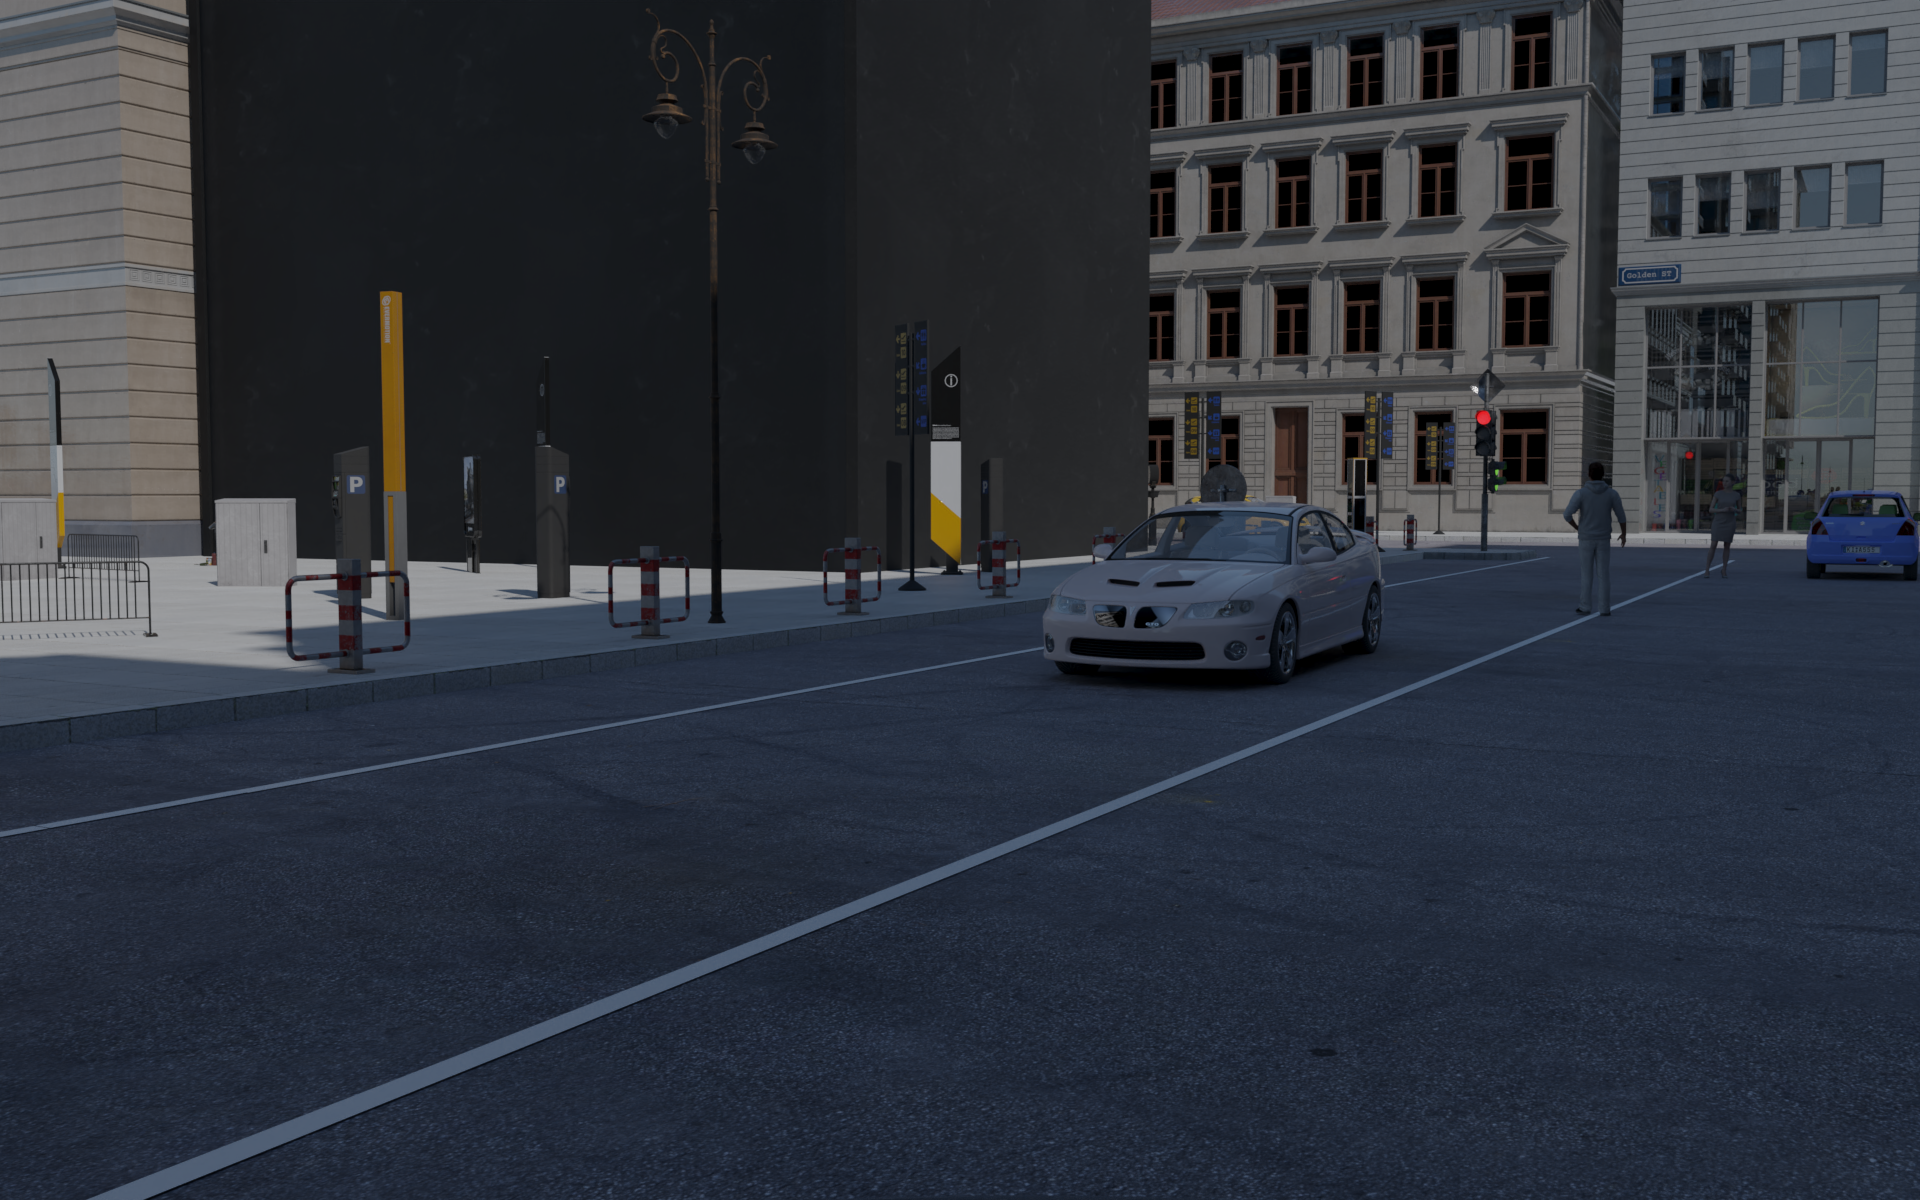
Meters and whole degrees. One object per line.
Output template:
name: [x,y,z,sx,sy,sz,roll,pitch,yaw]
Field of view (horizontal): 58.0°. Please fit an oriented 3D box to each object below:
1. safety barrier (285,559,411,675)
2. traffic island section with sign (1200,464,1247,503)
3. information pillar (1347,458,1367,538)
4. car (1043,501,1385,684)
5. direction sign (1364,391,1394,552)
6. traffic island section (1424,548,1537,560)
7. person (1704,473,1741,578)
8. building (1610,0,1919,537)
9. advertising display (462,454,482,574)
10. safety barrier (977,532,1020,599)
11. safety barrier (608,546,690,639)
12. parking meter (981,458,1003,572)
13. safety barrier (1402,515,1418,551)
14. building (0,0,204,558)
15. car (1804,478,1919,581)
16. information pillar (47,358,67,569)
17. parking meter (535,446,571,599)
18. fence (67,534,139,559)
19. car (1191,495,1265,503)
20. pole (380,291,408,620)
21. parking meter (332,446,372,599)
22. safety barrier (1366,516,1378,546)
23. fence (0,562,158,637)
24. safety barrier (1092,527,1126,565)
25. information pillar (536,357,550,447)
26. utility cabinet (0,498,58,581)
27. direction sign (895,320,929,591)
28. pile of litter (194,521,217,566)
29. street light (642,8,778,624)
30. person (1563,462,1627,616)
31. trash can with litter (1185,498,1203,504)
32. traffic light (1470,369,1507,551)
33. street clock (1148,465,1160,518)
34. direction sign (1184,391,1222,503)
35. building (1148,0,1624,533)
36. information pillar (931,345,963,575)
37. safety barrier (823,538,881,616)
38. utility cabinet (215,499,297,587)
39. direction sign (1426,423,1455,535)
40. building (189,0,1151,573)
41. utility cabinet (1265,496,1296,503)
safety barrier: [-4.373,0.114,12.419,0.300,0.817,1.120,2,4,28]
traffic island section with sign: [3.273,-0.855,22.611,1.989,1.847,2.006,2,4,28]
information pillar: [8.115,-1.892,35.433,0.304,2.012,0.304,-1,4,-11]
car: [2.311,-0.147,14.764,2.083,1.381,4.827,2,4,27]
direction sign: [9.242,-2.832,38.293,0.876,3.537,0.379,-2,4,-33]
traffic island section: [11.758,-1.019,38.945,2.009,0.180,2.903,2,4,28]
person: [12.993,-1.262,29.482,0.599,1.781,0.374,1,4,13]
building: [36.719,-16.863,53.210,29.804,29.767,11.434,2,4,28]
advertising display: [-7.971,-1.413,28.311,0.123,1.923,0.974,-2,4,-26]
safety barrier: [0.484,-0.433,21.355,0.300,0.817,1.120,2,4,28]
safety barrier: [-2.754,-0.068,15.394,0.300,0.817,1.120,2,4,28]
parking meter: [0.522,-1.394,28.507,0.255,1.863,0.399,-2,4,-24]
safety barrier: [10.204,-1.527,39.243,0.300,0.817,1.120,2,4,28]
building: [-21.969,-15.785,43.985,20.117,28.700,13.634,2,4,28]
car: [15.735,-1.257,30.137,1.945,1.707,3.694,2,4,28]
information pillar: [-15.498,-2.345,29.702,0.183,3.616,0.504,-3,5,-40]
parking meter: [-5.028,-0.960,21.414,0.255,1.863,0.399,2,4,27]
fence: [-12.725,-0.632,25.710,2.069,0.683,0.278,2,4,35]
car: [8.574,-2.568,52.206,3.980,1.641,2.015,2,4,27]
pole: [-5.742,-1.452,17.576,0.158,3.312,0.155,0,3,0]
parking meter: [-7.446,-0.947,21.198,0.399,1.863,0.255,-3,5,-40]
safety barrier: [8.582,-1.345,36.258,0.300,0.817,1.120,2,4,28]
fence: [-8.165,0.015,15.132,2.069,0.683,0.278,-2,4,-31]
safety barrier: [2.102,-0.616,24.339,0.300,0.817,1.120,2,4,28]
information pillar: [-7.179,-2.357,29.892,0.183,3.616,0.504,-2,4,-31]
utility cabinet: [-14.062,-0.908,26.011,0.306,1.237,1.020,1,4,17]
direction sign: [-0.637,-1.894,22.959,0.379,3.537,0.876,-2,4,-31]
pile of litter: [-13.020,-1.053,31.178,1.719,0.858,1.176,3,5,40]
street light: [-2.420,-2.707,17.054,0.468,5.910,1.993,2,4,28]
person: [7.519,-0.721,20.437,0.875,1.805,0.789,1,4,11]
trash can with litter: [4.291,-1.420,34.267,2.233,1.210,1.678,-2,4,-32]
traffic light: [11.788,-3.050,38.793,0.839,4.253,0.868,2,4,28]
street clock: [4.781,-2.348,42.959,0.358,2.002,0.471,0,4,-4]
direction sign: [5.370,-2.837,38.385,0.876,3.537,0.379,2,4,32]
building: [14.088,-14.021,65.400,21.152,22.565,11.583,2,4,28]
information pillar: [-0.207,-2.205,27.401,0.504,3.616,0.183,0,4,6]
safety barrier: [-1.135,-0.251,18.373,0.300,0.817,1.120,2,4,28]
utility cabinet: [-9.801,-0.793,24.120,1.020,1.237,0.306,0,4,2]
direction sign: [15.215,-3.849,54.924,0.876,3.537,0.379,1,4,11]
building: [-5.666,-12.651,36.518,15.834,23.373,12.332,2,4,28]
utility cabinet: [10.995,-2.951,59.413,1.020,1.237,0.306,2,4,35]
